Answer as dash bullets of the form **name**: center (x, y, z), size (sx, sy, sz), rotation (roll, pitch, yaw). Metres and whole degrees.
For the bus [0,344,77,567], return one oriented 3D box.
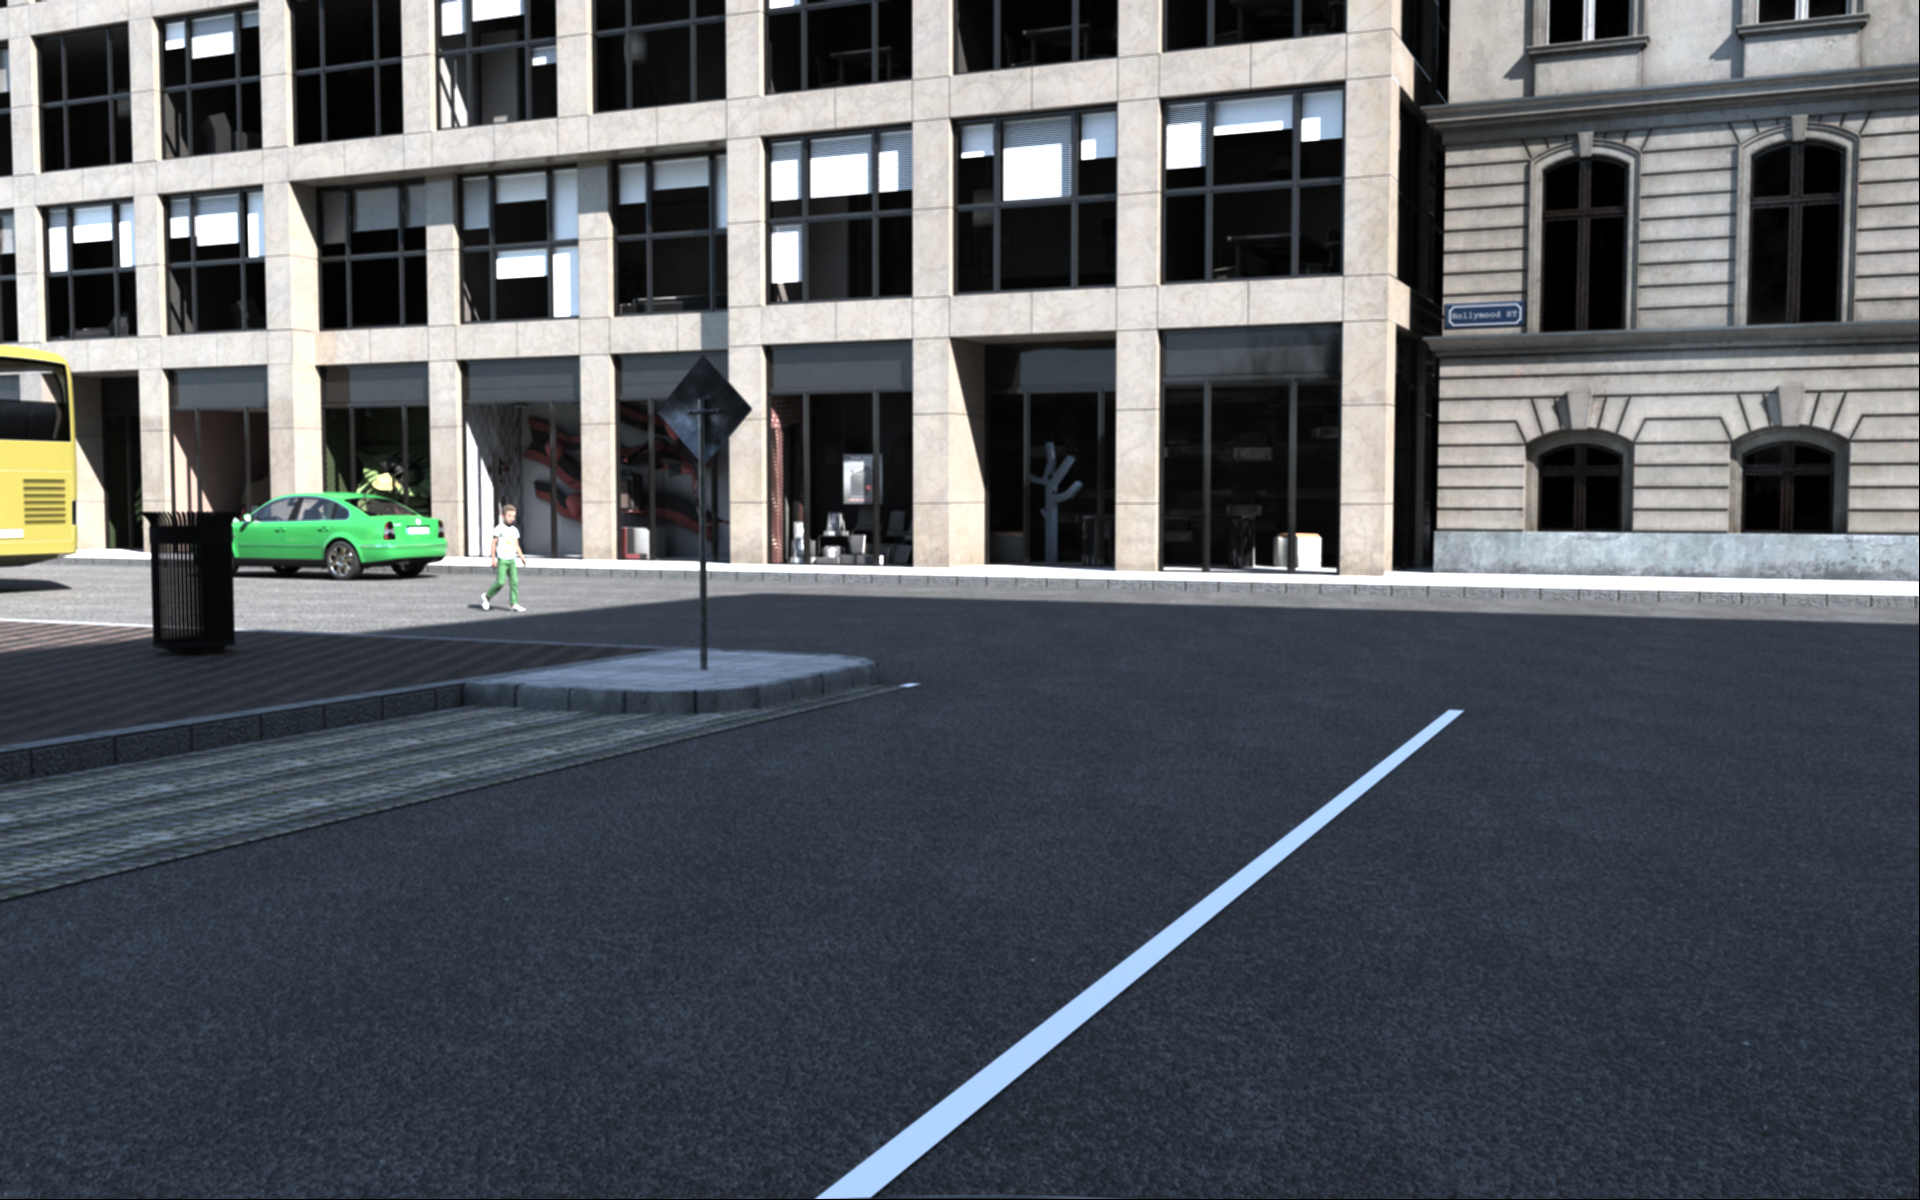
- **bus**: center (-19.124, -2.159, 26.846), size (12.252, 3.916, 2.896), rotation (2, 4, 23)

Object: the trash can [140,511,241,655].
- **trash can**: center (-6.196, -0.143, 13.986), size (0.748, 1.137, 0.748), rotation (0, 3, 0)

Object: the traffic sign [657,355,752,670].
- **traffic sign**: center (-1.867, -0.547, 12.585), size (0.795, 2.450, 0.064), rotation (2, 4, 24)

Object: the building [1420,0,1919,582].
- **building**: center (25.227, -12.604, 25.154), size (34.723, 24.649, 14.460), rotation (2, 4, 24)

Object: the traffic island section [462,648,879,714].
- **traffic island section**: center (-1.892, 0.589, 12.657), size (2.009, 0.180, 2.903), rotation (2, 4, 24)

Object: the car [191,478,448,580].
- **car**: center (-11.162, -1.295, 29.972), size (4.718, 1.807, 1.959), rotation (1, 4, 23)

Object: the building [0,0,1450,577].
- **building**: center (-5.070, -14.507, 41.700), size (34.151, 26.468, 19.350), rotation (2, 4, 24)

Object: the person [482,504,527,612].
- **person**: center (-5.578, -0.515, 21.170), size (0.590, 1.304, 0.306), rotation (1, 4, 21)
